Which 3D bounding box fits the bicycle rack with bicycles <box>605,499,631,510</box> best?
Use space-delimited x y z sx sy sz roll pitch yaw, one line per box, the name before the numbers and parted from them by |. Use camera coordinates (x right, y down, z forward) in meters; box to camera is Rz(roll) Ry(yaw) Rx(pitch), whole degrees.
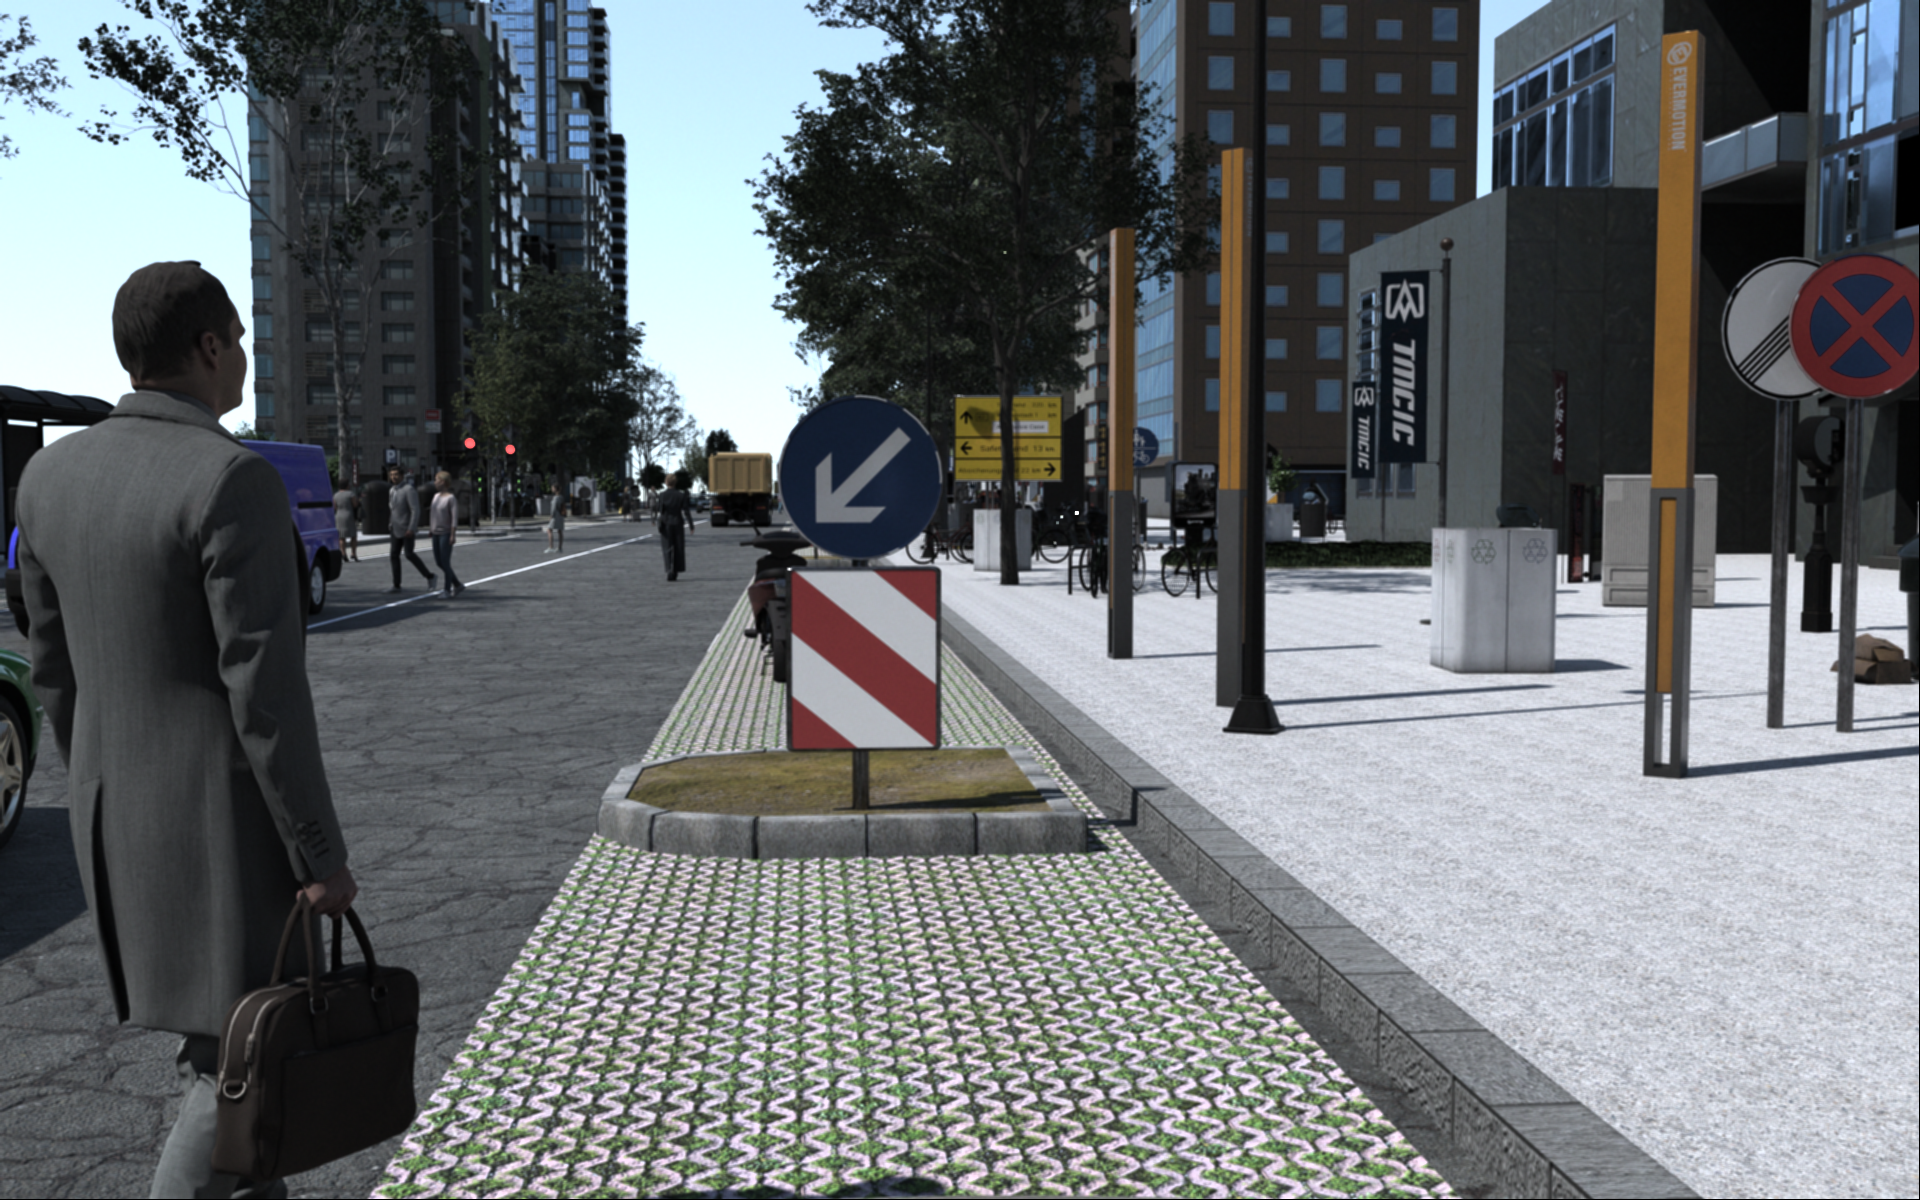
bicycle rack with bicycles | -27.307 -7.728 139.732 2.852 0.926 2.925 -2 4 -30

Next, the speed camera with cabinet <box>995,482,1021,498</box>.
speed camera with cabinet | 3.792 -8.669 136.077 2.038 3.252 0.660 2 4 27

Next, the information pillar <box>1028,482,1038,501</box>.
information pillar | 2.809 -4.636 67.149 0.504 3.616 0.183 -3 5 -41

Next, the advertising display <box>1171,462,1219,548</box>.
advertising display | 4.793 -1.852 35.491 0.974 1.923 0.123 -1 4 -18

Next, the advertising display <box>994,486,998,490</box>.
advertising display | 2.407 -7.834 133.301 0.974 1.923 0.123 0 4 0

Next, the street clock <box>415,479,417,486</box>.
street clock | -23.185 -4.193 73.121 0.471 2.002 0.358 1 4 19

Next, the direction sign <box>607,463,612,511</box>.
direction sign | -25.185 -8.106 124.537 0.379 3.537 0.876 -2 4 -32

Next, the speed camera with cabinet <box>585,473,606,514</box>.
speed camera with cabinet | -23.093 -7.049 109.579 0.660 3.252 2.038 1 4 11

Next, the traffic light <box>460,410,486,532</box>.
traffic light | -16.391 -4.240 58.247 0.839 4.253 0.868 0 4 -5

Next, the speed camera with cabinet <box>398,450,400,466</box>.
speed camera with cabinet | -25.219 -5.057 77.011 0.660 3.252 2.038 1 4 21

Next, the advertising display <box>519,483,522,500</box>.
advertising display | -25.985 -5.905 101.766 0.123 1.923 0.974 1 4 9

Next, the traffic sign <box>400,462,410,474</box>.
traffic sign | -22.509 -4.284 70.047 0.884 2.594 0.081 0 4 0

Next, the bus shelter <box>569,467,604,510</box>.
bus shelter | -28.908 -8.592 134.409 2.014 3.302 5.546 0 4 -5

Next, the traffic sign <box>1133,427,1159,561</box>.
traffic sign | 3.393 -2.010 32.967 0.768 2.556 0.104 0 4 -2

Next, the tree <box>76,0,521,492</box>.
tree | -18.691 -11.809 48.958 12.611 20.169 13.585 0 3 0

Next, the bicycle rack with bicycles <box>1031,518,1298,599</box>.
bicycle rack with bicycles | 2.417 -0.546 22.310 2.852 0.926 2.925 2 4 32

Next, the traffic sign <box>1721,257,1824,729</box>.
traffic sign | 4.470 -0.570 9.422 0.768 2.556 0.104 0 4 -4

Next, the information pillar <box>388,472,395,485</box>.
information pillar | -18.995 -3.279 58.106 0.304 2.012 0.304 -1 4 -18

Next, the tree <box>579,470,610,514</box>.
tree | -24.176 -7.288 113.765 1.663 3.219 1.824 0 3 0

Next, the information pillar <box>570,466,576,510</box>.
information pillar | -27.201 -7.975 121.743 0.183 3.616 0.504 1 4 19

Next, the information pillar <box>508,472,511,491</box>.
information pillar | -29.190 -7.429 112.816 0.504 3.616 0.183 1 4 13

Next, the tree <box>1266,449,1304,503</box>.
tree | 13.724 -4.886 74.487 1.663 3.219 1.824 0 3 0

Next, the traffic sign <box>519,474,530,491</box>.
traffic sign | -27.961 -6.801 111.307 0.768 2.556 0.104 0 4 3

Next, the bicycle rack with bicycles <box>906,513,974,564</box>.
bicycle rack with bicycles | 0.634 -1.168 32.477 2.925 0.926 2.852 1 4 10

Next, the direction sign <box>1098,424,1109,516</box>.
direction sign | 4.756 -3.896 55.690 0.379 3.537 0.876 -3 4 -39

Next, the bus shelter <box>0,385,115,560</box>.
bus shelter | -17.860 -2.395 33.077 2.014 3.302 5.546 0 4 -5

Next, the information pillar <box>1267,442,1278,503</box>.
information pillar | 14.025 -5.295 77.920 0.504 3.616 0.183 1 4 9

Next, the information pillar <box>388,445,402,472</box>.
information pillar | -26.545 -5.517 81.558 0.504 3.616 0.183 -1 4 -13

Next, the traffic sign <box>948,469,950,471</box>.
traffic sign | -0.782 -5.002 81.888 0.768 2.556 0.104 0 4 -2

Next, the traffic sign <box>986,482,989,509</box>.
traffic sign | 0.603 -2.322 38.075 0.768 2.556 0.104 0 4 2

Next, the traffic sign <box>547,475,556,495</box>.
traffic sign | -26.603 -6.922 113.273 0.768 2.556 0.104 0 4 5

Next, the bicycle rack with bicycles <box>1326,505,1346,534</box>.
bicycle rack with bicycles | 12.922 -2.576 55.495 2.852 0.926 2.925 0 4 -6

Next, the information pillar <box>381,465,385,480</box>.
information pillar | -45.650 -8.929 137.342 0.183 3.616 0.504 3 5 42

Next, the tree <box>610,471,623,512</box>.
tree | -24.579 -7.806 122.230 1.663 3.219 1.824 0 3 0

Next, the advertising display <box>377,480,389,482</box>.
advertising display | -27.094 -4.667 81.525 0.123 1.923 0.974 1 4 20

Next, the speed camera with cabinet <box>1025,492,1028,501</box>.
speed camera with cabinet | 4.438 -8.912 140.046 2.038 3.252 0.660 -1 4 -15

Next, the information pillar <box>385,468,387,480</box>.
information pillar | -37.370 -7.502 114.016 0.504 3.616 0.183 -1 4 -14

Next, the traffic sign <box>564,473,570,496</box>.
traffic sign | -24.118 -6.447 105.518 0.768 2.556 0.104 0 4 3

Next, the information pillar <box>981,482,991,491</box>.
information pillar | 1.068 -4.721 68.548 0.504 3.616 0.183 3 4 39

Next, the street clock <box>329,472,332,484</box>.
street clock | -20.864 -3.207 56.997 0.358 2.002 0.471 1 4 10

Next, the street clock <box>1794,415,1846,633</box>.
street clock | 7.969 -0.703 16.057 0.471 2.002 0.358 -1 4 -23

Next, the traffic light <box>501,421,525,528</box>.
traffic light | -17.106 -4.727 66.200 0.839 4.253 0.868 0 4 -5

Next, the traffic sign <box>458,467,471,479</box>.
traffic sign | -22.722 -4.873 79.777 0.768 2.556 0.104 0 3 0

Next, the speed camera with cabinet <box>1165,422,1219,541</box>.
speed camera with cabinet | 6.555 -3.252 47.504 0.660 3.252 2.038 -3 5 -39

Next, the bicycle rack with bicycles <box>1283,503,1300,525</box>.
bicycle rack with bicycles | 12.944 -3.521 70.953 2.925 0.926 2.852 2 4 27

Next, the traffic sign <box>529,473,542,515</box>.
traffic sign | -26.231 -6.539 107.023 0.768 2.556 0.104 0 4 3

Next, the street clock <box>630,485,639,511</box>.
street clock | -25.699 -8.126 137.432 0.471 2.002 0.358 -2 4 -24

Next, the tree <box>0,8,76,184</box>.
tree | -16.066 -6.697 19.869 12.009 13.543 11.850 0 3 0

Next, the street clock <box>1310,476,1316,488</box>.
street clock | 14.482 -4.072 71.147 0.358 2.002 0.471 1 4 12

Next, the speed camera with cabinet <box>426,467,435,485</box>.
speed camera with cabinet | -38.654 -8.074 126.339 0.660 3.252 2.038 -1 4 -19

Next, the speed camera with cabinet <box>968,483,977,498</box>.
speed camera with cabinet | 1.384 -8.969 140.976 0.660 3.252 2.038 -2 4 -32

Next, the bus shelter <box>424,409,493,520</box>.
bus shelter | -24.296 -6.515 84.148 2.179 5.291 8.768 0 4 -5

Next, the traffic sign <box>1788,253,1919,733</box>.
traffic sign | 4.771 -0.560 9.264 0.768 2.556 0.104 0 4 1

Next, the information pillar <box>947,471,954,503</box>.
information pillar | -0.377 -3.160 56.161 0.304 2.012 0.304 -2 4 -27

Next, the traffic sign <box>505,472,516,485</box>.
traffic sign | -21.906 -5.115 84.814 0.795 2.450 0.064 0 4 2

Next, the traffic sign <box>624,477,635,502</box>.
traffic sign | -24.447 -7.834 128.186 0.768 2.556 0.104 0 4 -2

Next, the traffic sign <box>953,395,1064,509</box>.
traffic sign | 0.990 -2.552 35.605 2.265 3.308 0.079 0 4 4
